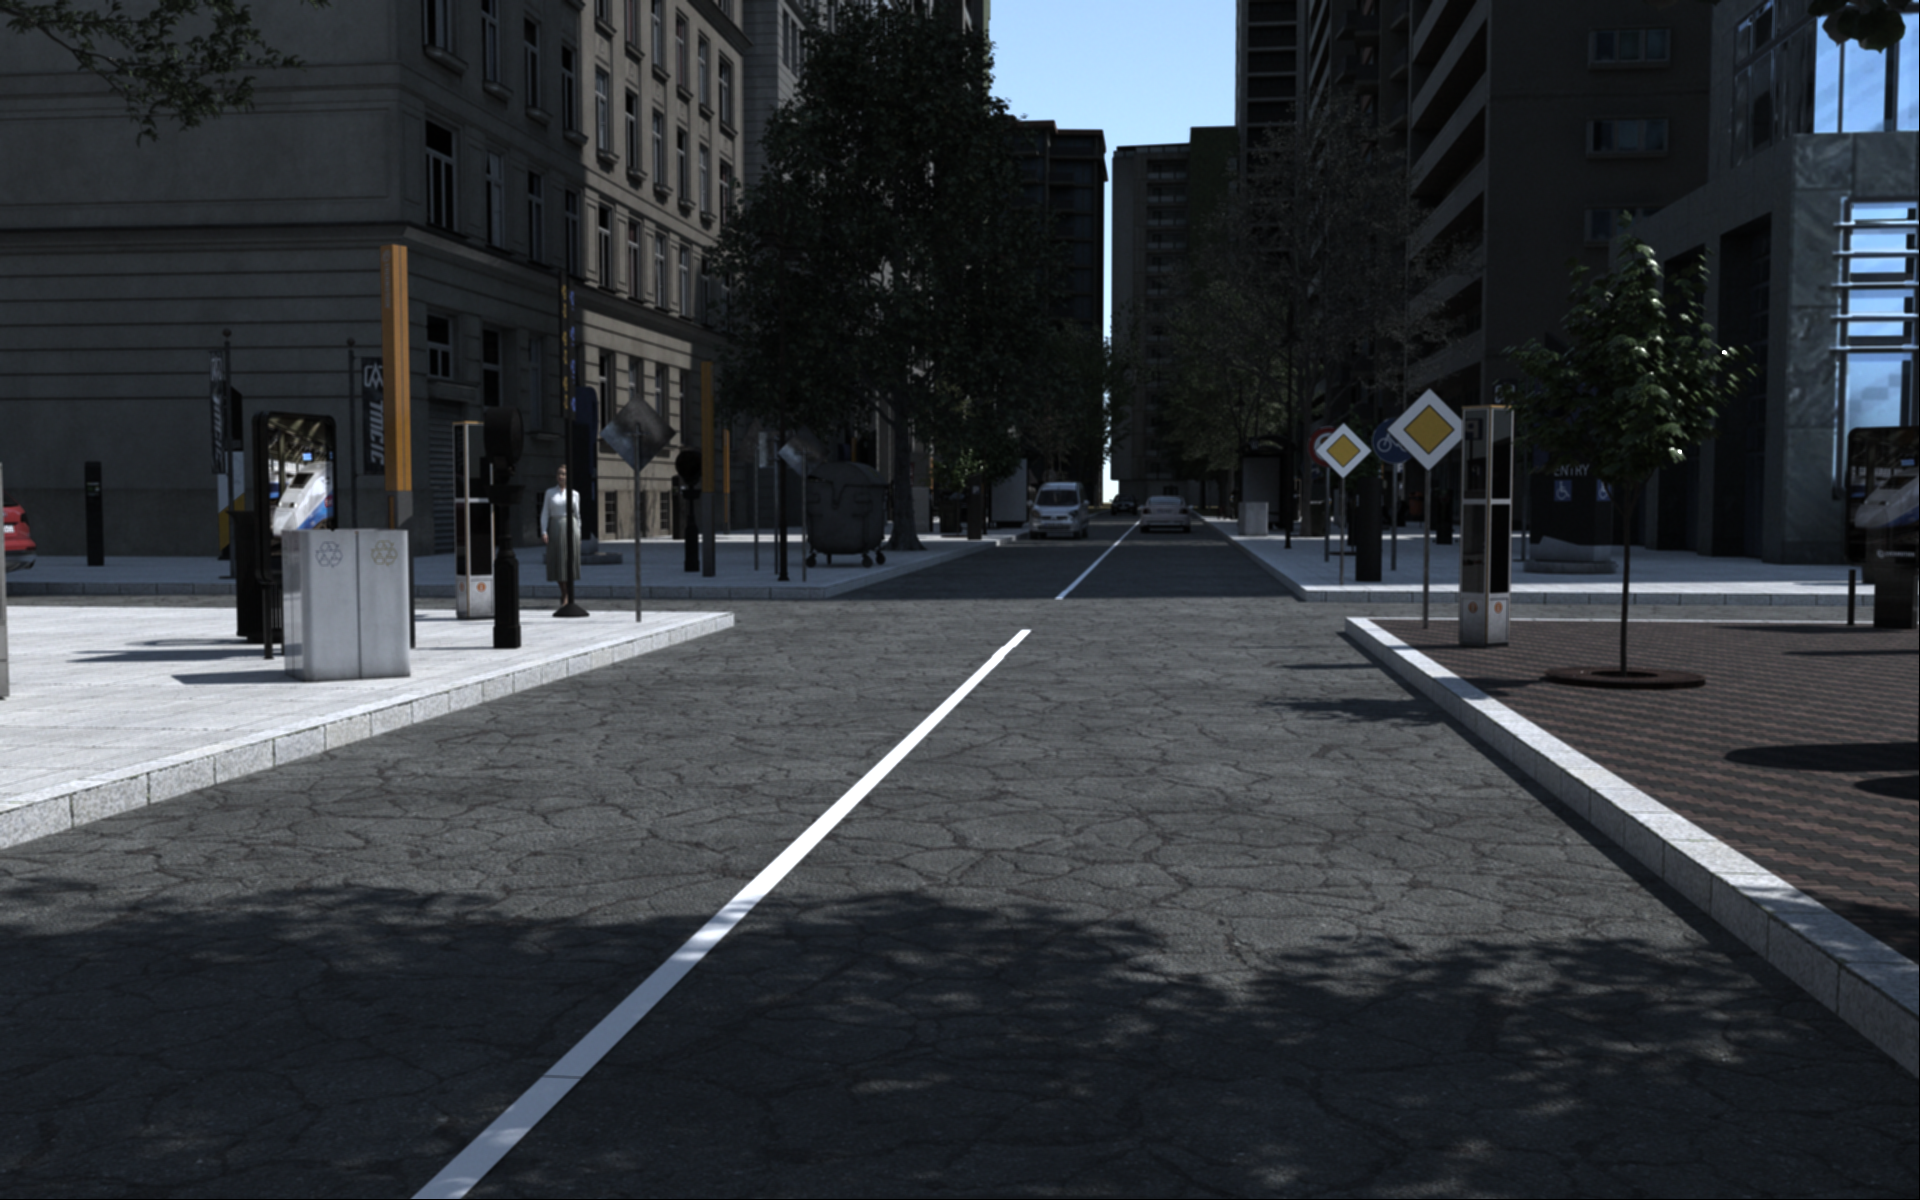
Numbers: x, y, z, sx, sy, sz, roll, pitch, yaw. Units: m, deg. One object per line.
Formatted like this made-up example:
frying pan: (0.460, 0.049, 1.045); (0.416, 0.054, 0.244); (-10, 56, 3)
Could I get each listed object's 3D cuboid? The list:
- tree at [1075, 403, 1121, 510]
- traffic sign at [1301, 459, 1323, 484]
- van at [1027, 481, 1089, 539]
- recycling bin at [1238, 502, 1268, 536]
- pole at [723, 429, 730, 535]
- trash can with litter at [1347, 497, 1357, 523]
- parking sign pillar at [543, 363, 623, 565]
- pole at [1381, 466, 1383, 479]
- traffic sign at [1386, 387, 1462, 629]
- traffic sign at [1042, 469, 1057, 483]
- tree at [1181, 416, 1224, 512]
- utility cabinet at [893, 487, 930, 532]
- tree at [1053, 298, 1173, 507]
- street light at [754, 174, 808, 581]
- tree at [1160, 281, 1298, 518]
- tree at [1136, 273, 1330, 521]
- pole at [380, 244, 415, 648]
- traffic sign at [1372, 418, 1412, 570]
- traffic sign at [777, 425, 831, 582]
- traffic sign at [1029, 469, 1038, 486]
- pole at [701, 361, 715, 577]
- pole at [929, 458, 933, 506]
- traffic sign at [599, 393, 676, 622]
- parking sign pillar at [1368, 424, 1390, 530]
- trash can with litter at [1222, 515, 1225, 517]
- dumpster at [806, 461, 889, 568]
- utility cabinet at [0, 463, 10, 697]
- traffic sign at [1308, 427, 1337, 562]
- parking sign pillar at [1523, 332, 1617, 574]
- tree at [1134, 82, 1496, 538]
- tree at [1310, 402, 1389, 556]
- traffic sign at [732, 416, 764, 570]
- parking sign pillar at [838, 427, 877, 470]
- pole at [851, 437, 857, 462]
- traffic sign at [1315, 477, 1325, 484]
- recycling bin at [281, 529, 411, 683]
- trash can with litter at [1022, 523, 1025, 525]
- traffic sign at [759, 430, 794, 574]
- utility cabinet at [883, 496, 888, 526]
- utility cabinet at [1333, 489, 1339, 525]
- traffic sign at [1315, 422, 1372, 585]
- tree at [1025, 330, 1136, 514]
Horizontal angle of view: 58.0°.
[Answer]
tree: (10.767, -11.459, 137.717); (4.737, 8.622, 4.395); (0, 3, 0)
traffic sign: (11.977, -3.594, 58.873); (0.768, 2.556, 0.104); (1, 4, 13)
van: (3.233, -3.002, 56.096); (2.013, 2.044, 4.112); (1, 4, 9)
recycling bin: (9.008, -2.489, 53.245); (0.722, 1.027, 0.722); (-1, 4, -10)
pole: (-7.330, -3.699, 54.330); (0.158, 3.312, 0.155); (0, 3, 0)
trash can with litter: (17.387, -3.971, 76.316); (0.624, 1.170, 1.055); (-1, 4, -14)
parking sign pillar: (-6.945, -2.649, 31.785); (1.447, 3.967, 1.447); (0, 4, -5)
pole: (23.491, -6.283, 96.563); (0.158, 3.312, 0.155); (0, 3, 0)
traffic sign: (4.416, -0.779, 16.378); (0.795, 2.450, 0.064); (0, 4, 7)
traffic sign: (4.609, -5.451, 89.225); (0.768, 2.556, 0.104); (0, 4, 8)
tree: (18.063, -10.740, 125.962); (4.360, 8.622, 3.978); (0, 3, 0)
utility cabinet: (-1.599, -2.965, 57.162); (1.173, 1.500, 0.318); (0, 4, 6)
tree: (14.722, -18.952, 165.751); (12.611, 20.169, 13.585); (0, 3, 0)
street light: (-2.611, -3.221, 25.453); (0.468, 5.910, 1.993); (0, 4, 7)
tree: (14.404, -10.636, 92.026); (7.486, 12.596, 7.792); (0, 3, 0)
tree: (13.686, -9.555, 81.980); (9.928, 11.665, 9.643); (0, 3, 0)
pole: (-4.647, -1.252, 14.311); (0.158, 3.312, 0.155); (0, 3, 0)
traffic sign: (7.287, -1.769, 29.031); (0.768, 2.556, 0.104); (1, 4, 14)
traffic sign: (-2.270, -1.321, 25.240); (0.795, 2.450, 0.064); (0, 4, 7)
traffic sign: (3.541, -5.397, 88.248); (0.884, 2.594, 0.081); (1, 4, 10)
pole: (-3.893, -2.014, 26.767); (0.158, 3.312, 0.155); (0, 3, 0)
pole: (-1.626, -6.334, 97.397); (0.158, 3.312, 0.155); (0, 3, 0)
traffic sign: (-3.221, -0.836, 17.311); (0.795, 2.450, 0.064); (0, 4, 7)
parking sign pillar: (14.640, -4.485, 61.803); (1.447, 3.967, 1.447); (1, 4, 17)
trash can with litter: (15.148, -5.132, 94.966); (1.678, 1.210, 2.233); (-3, 5, -43)
dumpster: (-2.033, -1.531, 30.797); (1.264, 1.857, 1.865); (0, 4, 7)
utility cabinet: (-6.477, -0.112, 10.511); (1.173, 1.500, 0.318); (-3, 4, -37)
traffic sign: (6.963, -2.000, 32.801); (0.768, 2.556, 0.104); (0, 4, 8)
parking sign pillar: (9.976, -2.432, 28.241); (1.447, 3.967, 1.447); (-2, 4, -31)
tree: (10.453, -8.617, 51.261); (12.009, 13.543, 11.850); (0, 3, 0)
tree: (8.186, -2.569, 36.597); (1.663, 3.219, 1.824); (0, 3, 0)
traffic sign: (-3.419, -1.776, 29.040); (0.884, 2.594, 0.081); (1, 4, 15)
parking sign pillar: (-4.129, -5.103, 71.899); (1.447, 3.967, 1.447); (-1, 4, -11)
pole: (-3.812, -4.196, 62.446); (0.158, 3.312, 0.155); (0, 3, 0)
traffic sign: (12.773, -3.801, 62.146); (0.884, 2.594, 0.081); (1, 4, 12)
recycling bin: (-4.337, 0.020, 12.228); (0.722, 1.027, 0.722); (-2, 4, -32)
trash can with litter: (2.252, -3.674, 71.451); (0.624, 1.170, 1.055); (-3, 5, -43)
traffic sign: (-2.931, -1.559, 27.625); (0.606, 2.300, 0.079); (1, 4, 16)
utility cabinet: (-3.345, -3.575, 69.605); (0.306, 1.237, 1.020); (-3, 5, -42)
utility cabinet: (15.603, -3.829, 71.291); (0.318, 1.500, 1.173); (1, 4, 21)
traffic sign: (5.367, -1.264, 24.307); (0.795, 2.450, 0.064); (0, 4, 7)
tree: (7.465, -11.319, 110.826); (9.928, 11.665, 9.643); (0, 3, 0)
